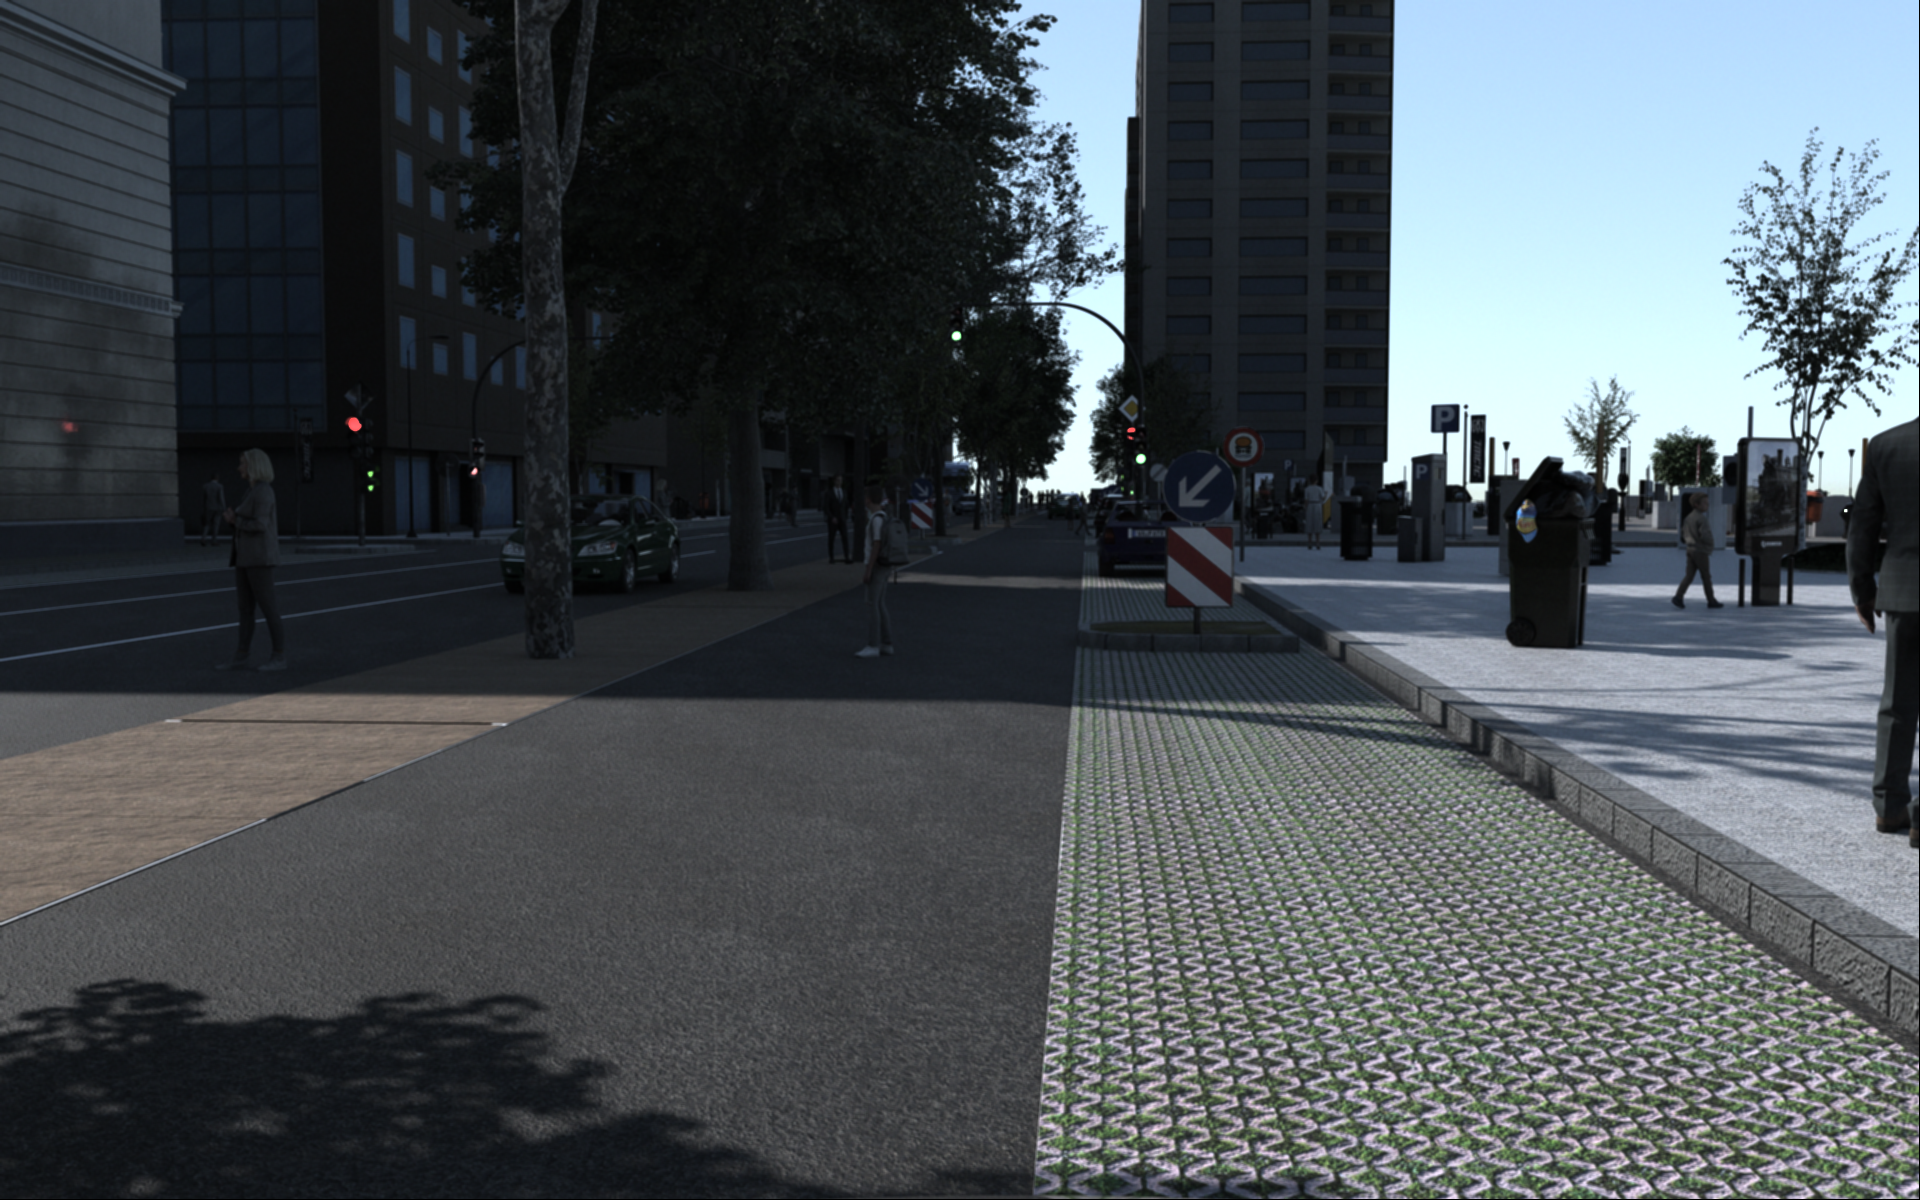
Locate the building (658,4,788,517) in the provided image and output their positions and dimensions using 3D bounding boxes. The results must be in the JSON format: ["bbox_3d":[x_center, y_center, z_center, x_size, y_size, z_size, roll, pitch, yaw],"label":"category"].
[{"bbox_3d":[-23.271,-29.665,108.732,21.300,48.544,21.600,0,4,4],"label":"building"}]

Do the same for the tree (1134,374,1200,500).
[{"bbox_3d":[12.196,-9.400,104.058,4.737,8.622,4.395,0,3,0],"label":"tree"}]

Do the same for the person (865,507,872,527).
[{"bbox_3d":[-2.894,-2.523,54.006,0.590,1.304,0.306,-1,4,-21],"label":"person"}]

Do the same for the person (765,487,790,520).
[{"bbox_3d":[-10.009,-5.332,95.892,1.509,1.804,0.699,3,5,39],"label":"person"}]

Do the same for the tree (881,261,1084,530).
[{"bbox_3d":[0.615,-8.015,67.913,8.767,10.594,7.601,0,4,4],"label":"tree"}]

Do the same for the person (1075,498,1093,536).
[{"bbox_3d":[4.254,-2.871,59.711,0.640,1.303,0.475,-1,4,-17],"label":"person"}]

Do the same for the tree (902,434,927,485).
[{"bbox_3d":[-5.789,-15.452,203.004,4.360,8.622,3.978,0,3,0],"label":"tree"}]

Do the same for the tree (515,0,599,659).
[{"bbox_3d":[-2.431,-9.494,13.575,12.611,20.169,13.585,0,3,0],"label":"tree"}]

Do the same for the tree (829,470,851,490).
[{"bbox_3d":[-9.795,-8.808,138.613,1.663,3.219,1.824,0,3,0],"label":"tree"}]

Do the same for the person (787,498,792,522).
[{"bbox_3d":[-8.621,-4.567,87.848,0.362,1.253,0.373,2,4,26],"label":"person"}]

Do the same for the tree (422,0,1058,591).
[{"bbox_3d":[-3.105,-7.098,25.159,9.857,13.997,8.962,0,3,0],"label":"tree"}]

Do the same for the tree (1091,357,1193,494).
[{"bbox_3d":[13.245,-12.414,128.727,9.928,11.665,9.643,0,3,0],"label":"tree"}]

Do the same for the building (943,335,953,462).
[{"bbox_3d":[-8.527,-37.684,266.246,14.600,45.320,14.200,0,4,4],"label":"building"}]

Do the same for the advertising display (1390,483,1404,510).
[{"bbox_3d":[25.662,-5.901,101.689,0.123,1.923,0.974,-2,4,-35],"label":"advertising display"}]

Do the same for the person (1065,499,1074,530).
[{"bbox_3d":[4.349,-3.403,68.805,0.362,1.253,0.373,-1,4,-22],"label":"person"}]

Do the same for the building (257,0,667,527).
[{"bbox_3d":[-22.503,-26.381,81.434,14.600,45.320,14.200,0,4,4],"label":"building"}]

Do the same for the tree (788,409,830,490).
[{"bbox_3d":[-11.579,-10.564,123.085,4.360,8.622,3.978,0,3,0],"label":"tree"}]

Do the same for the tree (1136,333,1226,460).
[{"bbox_3d":[9.962,-7.829,78.361,4.360,8.622,3.978,0,3,0],"label":"tree"}]

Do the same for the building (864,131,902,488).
[{"bbox_3d":[-13.961,-32.907,188.137,14.600,45.320,14.200,0,4,4],"label":"building"}]

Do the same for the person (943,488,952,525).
[{"bbox_3d":[-0.598,-4.264,79.220,0.512,1.701,0.522,0,4,-6],"label":"person"}]

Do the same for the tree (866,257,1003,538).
[{"bbox_3d":[-1.154,-5.981,50.617,4.737,8.622,4.395,0,3,0],"label":"tree"}]

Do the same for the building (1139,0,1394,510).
[{"bbox_3d":[25.927,-37.073,148.138,21.231,58.520,28.212,0,4,4],"label":"building"}]

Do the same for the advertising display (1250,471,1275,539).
[{"bbox_3d":[8.627,-2.702,49.384,0.974,1.923,0.123,-3,5,-43],"label":"advertising display"}]

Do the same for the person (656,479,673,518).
[{"bbox_3d":[-7.291,-2.089,42.836,0.526,1.800,0.537,0,4,-4],"label":"person"}]

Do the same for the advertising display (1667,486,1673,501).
[{"bbox_3d":[35.385,-4.962,86.341,0.123,1.923,0.974,1,4,15],"label":"advertising display"}]

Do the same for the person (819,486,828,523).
[{"bbox_3d":[-6.659,-4.749,86.248,0.694,1.812,0.767,2,4,24],"label":"person"}]

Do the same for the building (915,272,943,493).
[{"bbox_3d":[-9.848,-33.903,237.903,14.154,41.232,14.086,0,4,4],"label":"building"}]

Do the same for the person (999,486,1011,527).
[{"bbox_3d":[2.008,-4.002,74.172,0.529,1.795,0.600,-3,5,-44],"label":"person"}]

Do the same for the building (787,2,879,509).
[{"bbox_3d":[-22.801,-35.380,167.703,28.713,52.752,27.495,0,4,4],"label":"building"}]

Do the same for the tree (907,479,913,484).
[{"bbox_3d":[-6.047,-12.502,199.010,1.663,3.219,1.824,0,3,0],"label":"tree"}]

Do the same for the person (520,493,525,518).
[{"bbox_3d":[-13.039,-2.659,52.244,0.520,1.790,0.573,0,4,1],"label":"person"}]

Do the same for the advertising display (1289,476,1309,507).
[{"bbox_3d":[12.225,-3.503,62.493,0.123,1.923,0.974,-2,4,-27],"label":"advertising display"}]

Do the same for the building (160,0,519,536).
[{"bbox_3d":[-23.567,-24.975,58.447,14.600,45.320,14.200,0,4,4],"label":"building"}]

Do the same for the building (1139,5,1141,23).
[{"bbox_3d":[33.775,-49.613,249.424,20.563,71.187,20.611,0,4,4],"label":"building"}]

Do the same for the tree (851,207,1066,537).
[{"bbox_3d":[-0.754,-7.934,57.934,9.928,11.665,9.643,0,3,0],"label":"tree"}]

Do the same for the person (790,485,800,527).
[{"bbox_3d":[-7.191,-4.122,75.702,0.447,1.846,0.655,0,4,4],"label":"person"}]

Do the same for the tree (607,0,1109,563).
[{"bbox_3d":[-2.122,-7.542,36.142,12.009,13.543,11.850,0,3,0],"label":"tree"}]

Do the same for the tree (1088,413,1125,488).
[{"bbox_3d":[18.784,-17.729,208.001,7.486,12.596,7.792,0,3,0],"label":"tree"}]

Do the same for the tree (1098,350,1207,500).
[{"bbox_3d":[12.412,-10.835,111.567,7.601,10.594,8.767,0,4,3],"label":"tree"}]

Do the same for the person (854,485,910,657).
[{"bbox_3d":[-0.736,-0.262,15.382,0.523,1.515,0.503,-1,4,-21],"label":"person"}]

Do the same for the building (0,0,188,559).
[{"bbox_3d":[-28.506,-15.214,34.646,20.117,28.700,13.634,0,4,4],"label":"building"}]

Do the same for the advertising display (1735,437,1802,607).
[{"bbox_3d":[9.264,-0.896,19.862,0.974,1.923,0.123,-2,4,-29],"label":"advertising display"}]

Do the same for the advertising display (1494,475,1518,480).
[{"bbox_3d":[18.507,-3.283,58.892,0.974,1.923,0.123,-1,4,-16],"label":"advertising display"}]

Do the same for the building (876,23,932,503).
[{"bbox_3d":[-14.197,-47.810,219.949,20.563,71.187,20.611,0,4,4],"label":"building"}]

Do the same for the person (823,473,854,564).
[{"bbox_3d":[-2.446,-1.648,35.228,0.659,1.850,0.755,-2,4,-30],"label":"person"}]

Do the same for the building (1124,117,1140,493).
[{"bbox_3d":[25.234,-31.004,190.515,14.154,41.232,14.086,0,4,4],"label":"building"}]
